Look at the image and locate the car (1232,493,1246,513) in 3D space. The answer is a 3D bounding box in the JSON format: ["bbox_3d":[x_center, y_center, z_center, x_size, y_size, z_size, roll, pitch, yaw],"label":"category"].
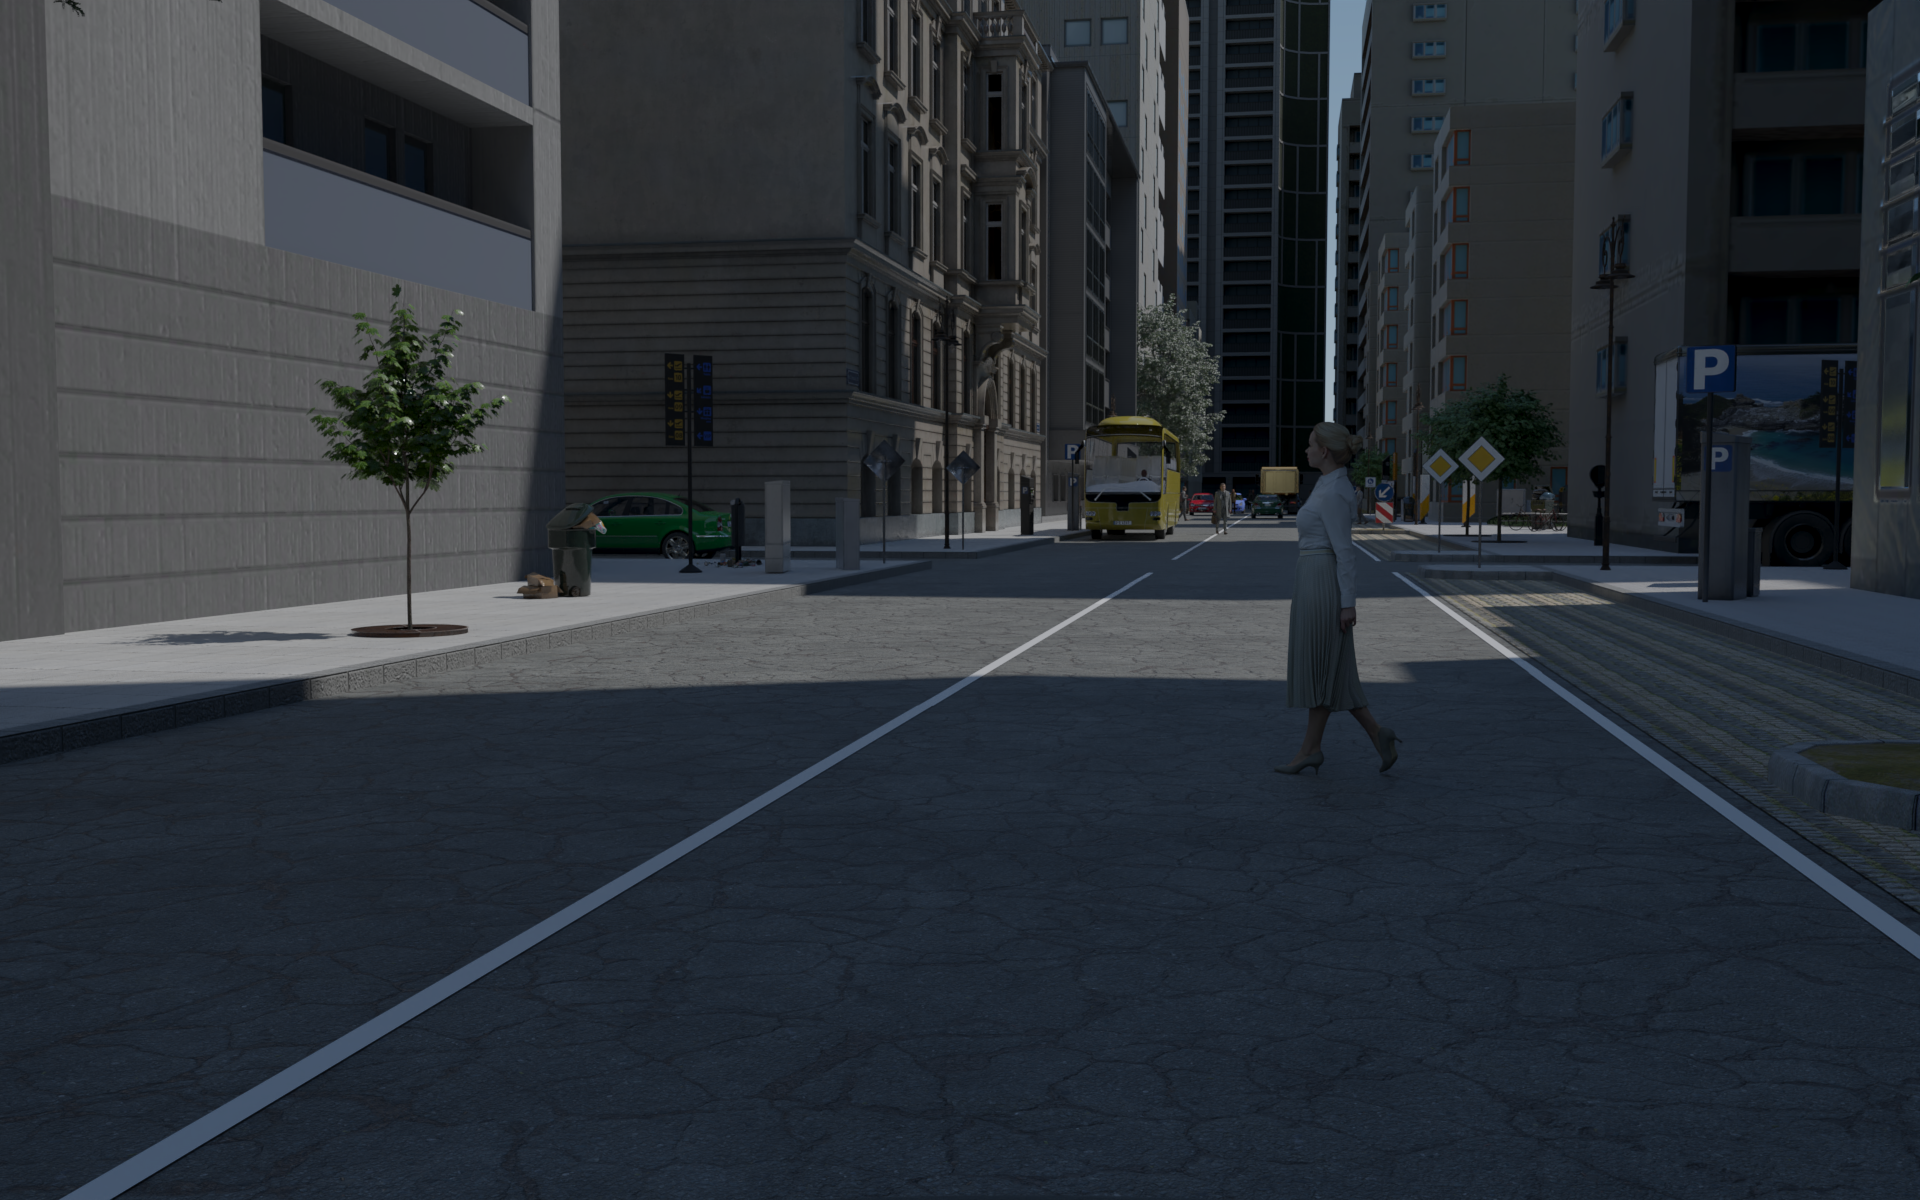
[{"bbox_3d":[20.349,-7.301,128.965,1.945,1.707,3.694,1,4,10],"label":"car"}]

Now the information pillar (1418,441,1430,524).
[{"bbox_3d":[19.930,-5.071,74.270,0.504,3.616,0.183,-2,4,-32],"label":"information pillar"}]

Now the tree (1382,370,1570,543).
[{"bbox_3d":[14.400,-3.803,45.896,4.285,4.588,4.351,0,3,0],"label":"tree"}]

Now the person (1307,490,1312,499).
[{"bbox_3d":[34.754,-9.999,171.989,0.705,1.823,1.348,-1,4,-10],"label":"person"}]

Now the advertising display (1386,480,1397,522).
[{"bbox_3d":[19.966,-4.583,80.152,0.123,1.923,0.974,0,4,-7],"label":"advertising display"}]

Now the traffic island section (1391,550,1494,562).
[{"bbox_3d":[10.507,-0.956,37.912,2.009,0.180,2.903,1,4,11],"label":"traffic island section"}]

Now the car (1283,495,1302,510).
[{"bbox_3d":[29.805,-8.799,155.861,2.014,1.417,4.499,1,4,11],"label":"car"}]

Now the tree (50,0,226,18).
[{"bbox_3d":[-6.486,-4.465,7.423,8.767,10.594,7.601,1,4,19],"label":"tree"}]

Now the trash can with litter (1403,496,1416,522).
[{"bbox_3d":[20.617,-4.154,79.305,0.624,1.170,1.055,1,4,9],"label":"trash can with litter"}]

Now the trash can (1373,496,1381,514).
[{"bbox_3d":[25.903,-5.828,106.937,0.748,1.137,0.748,0,3,0],"label":"trash can"}]

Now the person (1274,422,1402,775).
[{"bbox_3d":[1.937,-0.006,8.823,0.641,1.798,0.478,2,4,25],"label":"person"}]

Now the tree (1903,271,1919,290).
[{"bbox_3d":[7.578,-1.636,10.464,4.285,4.588,4.351,0,3,0],"label":"tree"}]

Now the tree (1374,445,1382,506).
[{"bbox_3d":[15.387,-4.219,52.688,4.285,4.588,4.351,0,3,0],"label":"tree"}]

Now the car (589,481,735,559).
[{"bbox_3d":[-6.930,-1.672,36.140,4.718,1.807,1.959,1,4,9],"label":"car"}]

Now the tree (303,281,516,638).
[{"bbox_3d":[-5.145,-1.306,15.950,1.663,3.219,1.824,0,3,0],"label":"tree"}]

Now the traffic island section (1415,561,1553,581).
[{"bbox_3d":[9.035,-0.476,30.064,2.009,0.180,2.903,1,4,11],"label":"traffic island section"}]

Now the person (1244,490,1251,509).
[{"bbox_3d":[27.518,-9.521,164.304,1.348,1.807,0.705,2,4,30],"label":"person"}]

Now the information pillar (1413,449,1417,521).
[{"bbox_3d":[21.349,-5.494,81.174,0.183,3.616,0.504,2,4,32],"label":"information pillar"}]

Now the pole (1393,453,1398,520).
[{"bbox_3d":[21.347,-5.575,85.002,0.158,3.312,0.155,0,3,0],"label":"pole"}]

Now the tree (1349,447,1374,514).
[{"bbox_3d":[27.231,-7.934,113.437,4.285,4.588,4.351,0,3,0],"label":"tree"}]

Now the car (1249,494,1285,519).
[{"bbox_3d":[18.130,-5.533,102.270,2.131,1.459,4.920,1,4,9],"label":"car"}]

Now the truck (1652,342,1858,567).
[{"bbox_3d":[19.227,-2.676,32.673,11.283,4.237,2.839,1,4,12],"label":"truck"}]

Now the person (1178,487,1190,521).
[{"bbox_3d":[11.794,-5.087,91.637,0.822,1.834,0.622,-1,4,-15],"label":"person"}]

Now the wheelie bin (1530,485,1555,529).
[{"bbox_3d":[21.131,-3.358,62.810,0.693,1.594,0.980,-3,4,-37],"label":"wheelie bin"}]

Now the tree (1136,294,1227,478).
[{"bbox_3d":[11.925,-12.413,109.615,9.857,13.997,8.962,0,3,0],"label":"tree"}]

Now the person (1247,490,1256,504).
[{"bbox_3d":[25.260,-8.602,149.282,1.348,1.807,0.705,-2,4,-29],"label":"person"}]

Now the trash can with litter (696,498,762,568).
[{"bbox_3d":[-4.123,-1.222,31.045,1.678,1.210,2.233,0,4,-1],"label":"trash can with litter"}]

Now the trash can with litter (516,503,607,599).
[{"bbox_3d":[-4.945,-0.617,21.475,0.624,1.170,1.055,2,4,32],"label":"trash can with litter"}]

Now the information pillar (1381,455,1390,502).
[{"bbox_3d":[25.211,-6.799,102.524,0.504,3.616,0.183,-1,4,-12],"label":"information pillar"}]

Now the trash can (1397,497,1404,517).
[{"bbox_3d":[24.587,-5.213,96.882,0.748,1.137,0.748,0,3,0],"label":"trash can"}]

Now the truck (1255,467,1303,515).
[{"bbox_3d":[22.769,-7.803,123.508,3.469,3.379,9.791,1,4,10],"label":"truck"}]

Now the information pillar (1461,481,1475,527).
[{"bbox_3d":[19.619,-4.613,66.781,0.504,3.616,0.183,-1,4,-10],"label":"information pillar"}]

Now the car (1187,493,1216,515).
[{"bbox_3d":[16.487,-6.627,117.396,2.155,1.783,4.494,1,4,10],"label":"car"}]

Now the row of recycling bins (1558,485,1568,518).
[{"bbox_3d":[26.191,-4.096,74.085,1.069,1.692,3.534,1,4,16],"label":"row of recycling bins"}]

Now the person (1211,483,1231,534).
[{"bbox_3d":[9.299,-3.236,61.517,0.694,1.812,0.767,0,4,-2],"label":"person"}]

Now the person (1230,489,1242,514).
[{"bbox_3d":[19.603,-7.081,124.376,1.348,1.812,0.705,1,4,18],"label":"person"}]

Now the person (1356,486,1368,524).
[{"bbox_3d":[18.805,-4.463,81.594,0.853,1.813,0.709,0,4,-8],"label":"person"}]

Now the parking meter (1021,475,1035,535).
[{"bbox_3d":[2.117,-2.972,54.296,0.399,1.863,0.255,2,4,35],"label":"parking meter"}]
